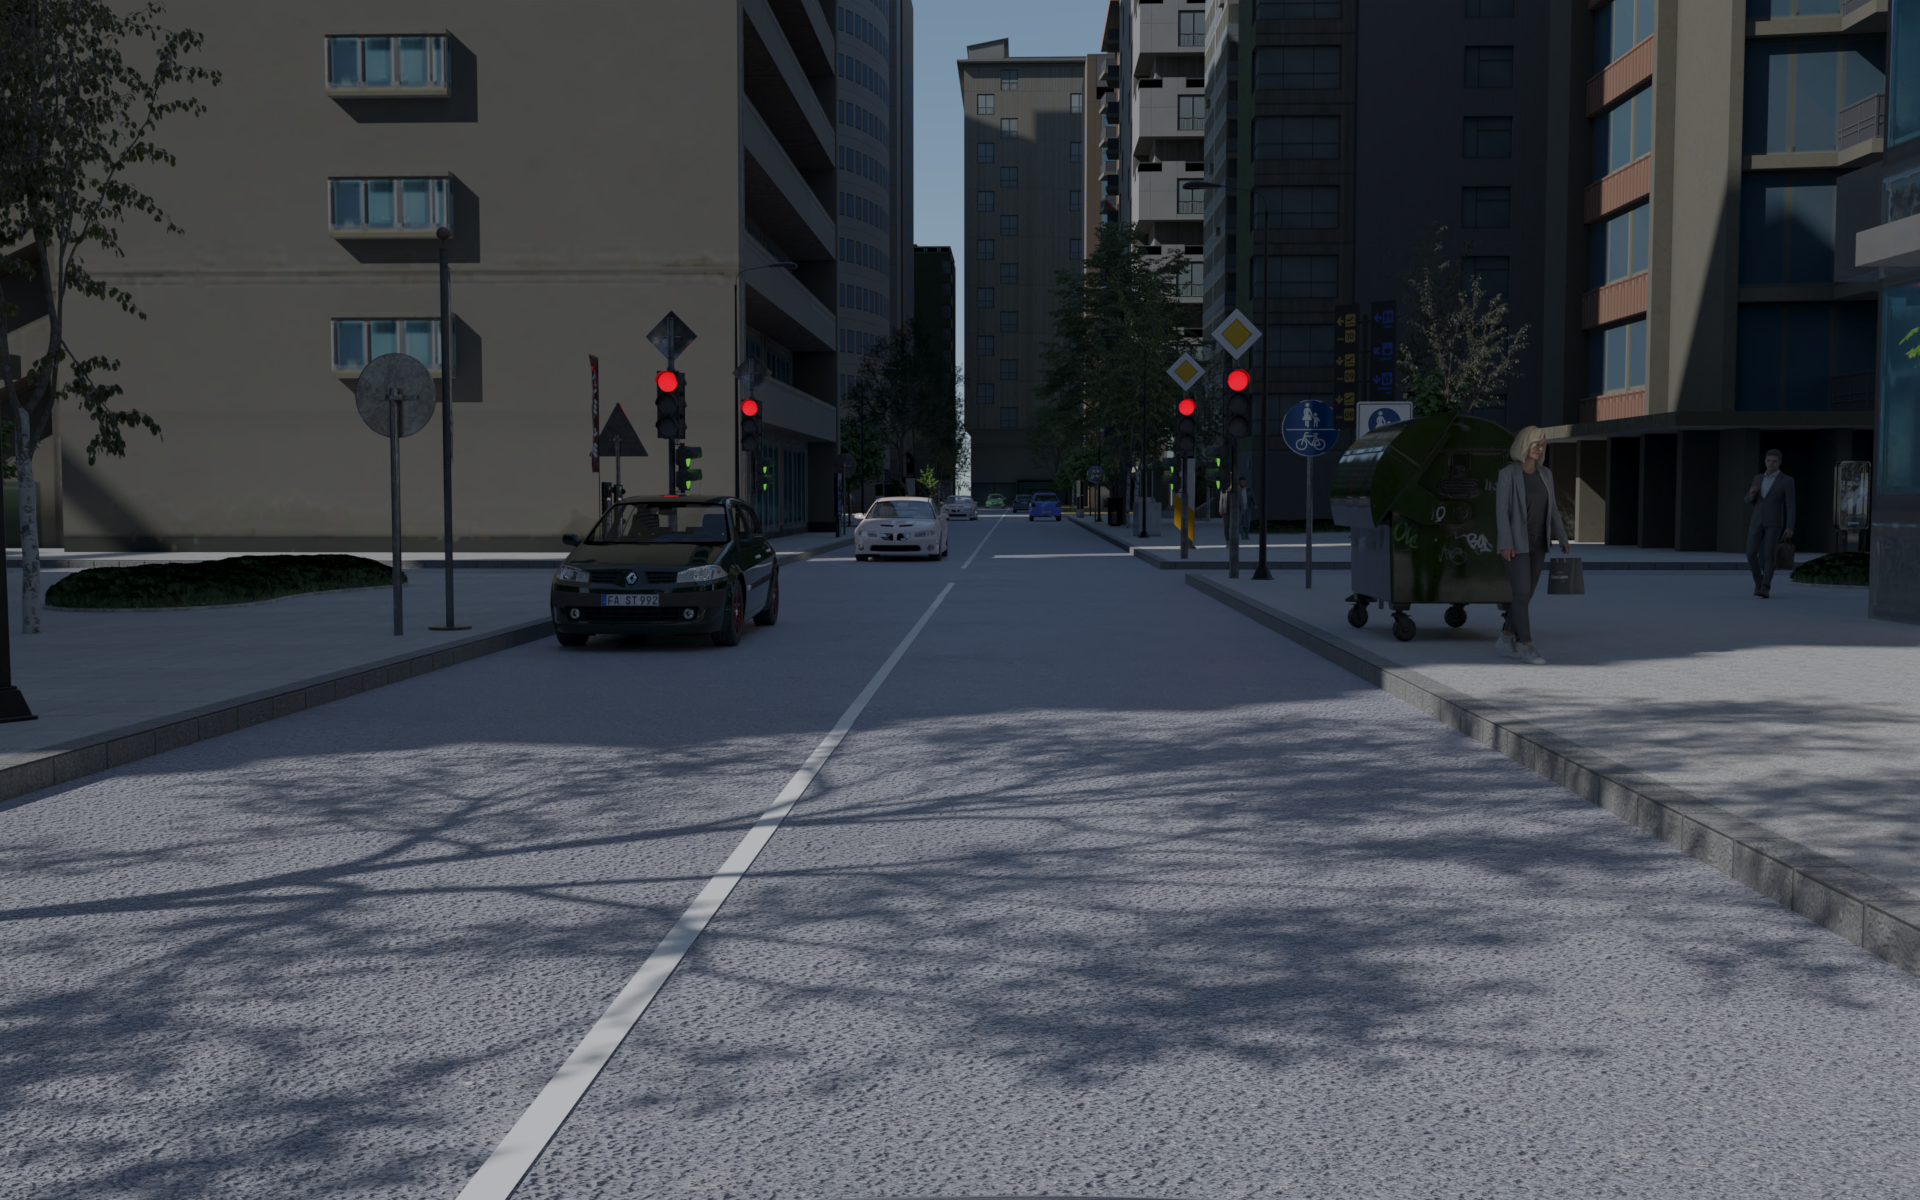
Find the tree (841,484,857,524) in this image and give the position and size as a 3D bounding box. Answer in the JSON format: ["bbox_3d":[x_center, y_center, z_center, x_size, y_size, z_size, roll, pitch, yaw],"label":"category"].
[{"bbox_3d":[-5.194,-4.948,75.501,1.663,3.219,1.824,0,3,0],"label":"tree"}]

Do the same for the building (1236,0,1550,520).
[{"bbox_3d":[18.033,-23.606,69.559,14.154,41.232,14.086,0,4,2],"label":"building"}]

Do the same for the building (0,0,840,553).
[{"bbox_3d":[-15.048,-25.893,47.045,21.300,48.544,21.600,0,4,2],"label":"building"}]

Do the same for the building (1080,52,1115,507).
[{"bbox_3d":[19.290,-32.022,173.676,14.600,45.320,14.200,0,4,2],"label":"building"}]

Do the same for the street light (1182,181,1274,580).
[{"bbox_3d":[3.998,-3.259,25.831,1.470,5.913,1.316,0,4,2],"label":"street light"}]

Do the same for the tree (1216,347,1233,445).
[{"bbox_3d":[11.314,-7.944,80.254,4.360,8.622,3.978,0,3,0],"label":"tree"}]

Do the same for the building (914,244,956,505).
[{"bbox_3d":[-7.592,-26.385,203.098,14.107,30.474,14.160,0,4,2],"label":"building"}]

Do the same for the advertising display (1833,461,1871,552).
[{"bbox_3d":[17.469,-1.757,33.940,0.974,1.923,0.123,-2,4,-30],"label":"advertising display"}]

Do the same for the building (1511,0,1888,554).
[{"bbox_3d":[29.699,-23.879,45.052,28.867,44.769,22.147,0,4,2],"label":"building"}]

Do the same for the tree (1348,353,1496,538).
[{"bbox_3d":[6.496,-1.791,23.880,1.663,3.219,1.824,0,3,0],"label":"tree"}]

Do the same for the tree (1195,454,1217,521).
[{"bbox_3d":[11.813,-5.474,84.094,1.663,3.219,1.824,0,3,0],"label":"tree"}]

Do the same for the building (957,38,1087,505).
[{"bbox_3d":[13.852,-37.916,209.170,27.495,52.752,28.713,0,4,2],"label":"building"}]

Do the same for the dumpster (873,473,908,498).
[{"bbox_3d":[-3.135,-4.620,78.029,1.502,2.255,1.985,0,4,2],"label":"dumpster"}]

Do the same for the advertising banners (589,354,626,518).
[{"bbox_3d":[-4.634,-1.624,22.746,0.090,3.025,2.074,0,4,0],"label":"advertising banners"}]

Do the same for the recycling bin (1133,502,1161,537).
[{"bbox_3d":[5.681,-2.450,52.609,0.722,1.027,0.722,-1,4,-8],"label":"recycling bin"}]

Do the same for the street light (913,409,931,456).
[{"bbox_3d":[-1.968,-7.376,93.135,1.470,5.913,1.316,0,4,2],"label":"street light"}]

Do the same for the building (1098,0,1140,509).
[{"bbox_3d":[23.504,-30.423,152.040,22.147,44.769,28.867,0,4,2],"label":"building"}]

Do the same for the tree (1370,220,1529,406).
[{"bbox_3d":[12.977,-5.881,46.509,4.360,8.622,3.978,0,3,0],"label":"tree"}]

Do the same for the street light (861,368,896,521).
[{"bbox_3d":[-3.055,-5.580,63.772,1.470,5.913,1.316,0,4,2],"label":"street light"}]

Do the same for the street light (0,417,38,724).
[{"bbox_3d":[-4.889,-2.267,9.613,1.470,5.913,1.316,0,4,2],"label":"street light"}]

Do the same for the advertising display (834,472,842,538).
[{"bbox_3d":[-3.605,-2.819,51.297,0.123,1.923,0.974,0,4,3],"label":"advertising display"}]

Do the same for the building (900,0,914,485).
[{"bbox_3d":[-11.179,-30.250,144.698,14.600,45.320,14.200,0,4,2],"label":"building"}]

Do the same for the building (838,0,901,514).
[{"bbox_3d":[-15.667,-35.552,123.271,21.231,58.520,28.212,0,4,2],"label":"building"}]

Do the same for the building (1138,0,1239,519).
[{"bbox_3d":[26.531,-24.735,96.301,32.217,40.220,23.993,0,4,2],"label":"building"}]

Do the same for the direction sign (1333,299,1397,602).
[{"bbox_3d":[4.792,-1.748,20.578,0.379,3.537,0.876,-3,5,-40],"label":"direction sign"}]

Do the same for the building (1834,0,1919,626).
[{"bbox_3d":[18.473,-23.471,3.354,23.786,49.044,30.456,0,4,2],"label":"building"}]

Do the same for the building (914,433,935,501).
[{"bbox_3d":[-18.539,-52.435,169.987,31.000,86.520,22.319,0,4,2],"label":"building"}]

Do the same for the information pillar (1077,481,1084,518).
[{"bbox_3d":[6.543,-5.478,94.052,0.304,2.012,0.304,-2,4,-34],"label":"information pillar"}]

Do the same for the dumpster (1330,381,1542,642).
[{"bbox_3d":[4.292,-0.810,15.742,1.502,2.255,1.985,0,4,2],"label":"dumpster"}]

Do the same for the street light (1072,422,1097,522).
[{"bbox_3d":[5.896,-6.564,79.866,1.470,5.913,1.316,0,4,2],"label":"street light"}]

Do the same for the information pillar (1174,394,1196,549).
[{"bbox_3d":[5.282,-3.010,40.570,0.504,3.616,0.183,2,4,27],"label":"information pillar"}]

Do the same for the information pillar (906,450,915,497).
[{"bbox_3d":[-2.627,-6.121,91.428,0.504,3.616,0.183,1,4,22],"label":"information pillar"}]

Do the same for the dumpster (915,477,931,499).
[{"bbox_3d":[-2.442,-5.874,98.533,1.502,2.255,1.985,0,4,2],"label":"dumpster"}]

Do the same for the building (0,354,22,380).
[{"bbox_3d":[-26.486,-21.748,10.199,28.867,44.769,22.147,0,4,2],"label":"building"}]

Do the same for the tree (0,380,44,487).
[{"bbox_3d":[-13.416,-1.740,23.050,1.663,3.219,1.824,0,3,0],"label":"tree"}]

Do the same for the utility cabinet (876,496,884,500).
[{"bbox_3d":[-3.024,-3.303,65.171,0.306,1.237,1.020,0,4,-1],"label":"utility cabinet"}]

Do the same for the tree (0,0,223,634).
[{"bbox_3d":[-8.582,-3.983,15.479,4.360,8.622,3.978,0,3,0],"label":"tree"}]

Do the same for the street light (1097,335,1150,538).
[{"bbox_3d":[4.853,-4.773,50.574,1.470,5.913,1.316,0,4,2],"label":"street light"}]

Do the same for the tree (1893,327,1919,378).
[{"bbox_3d":[5.325,-0.821,8.026,1.663,3.219,1.824,0,3,0],"label":"tree"}]

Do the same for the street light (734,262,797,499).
[{"bbox_3d":[-3.957,-3.811,34.845,1.470,5.913,1.316,0,4,2],"label":"street light"}]

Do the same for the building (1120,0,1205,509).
[{"bbox_3d":[25.489,-32.679,123.547,28.713,52.752,27.495,0,4,2],"label":"building"}]
